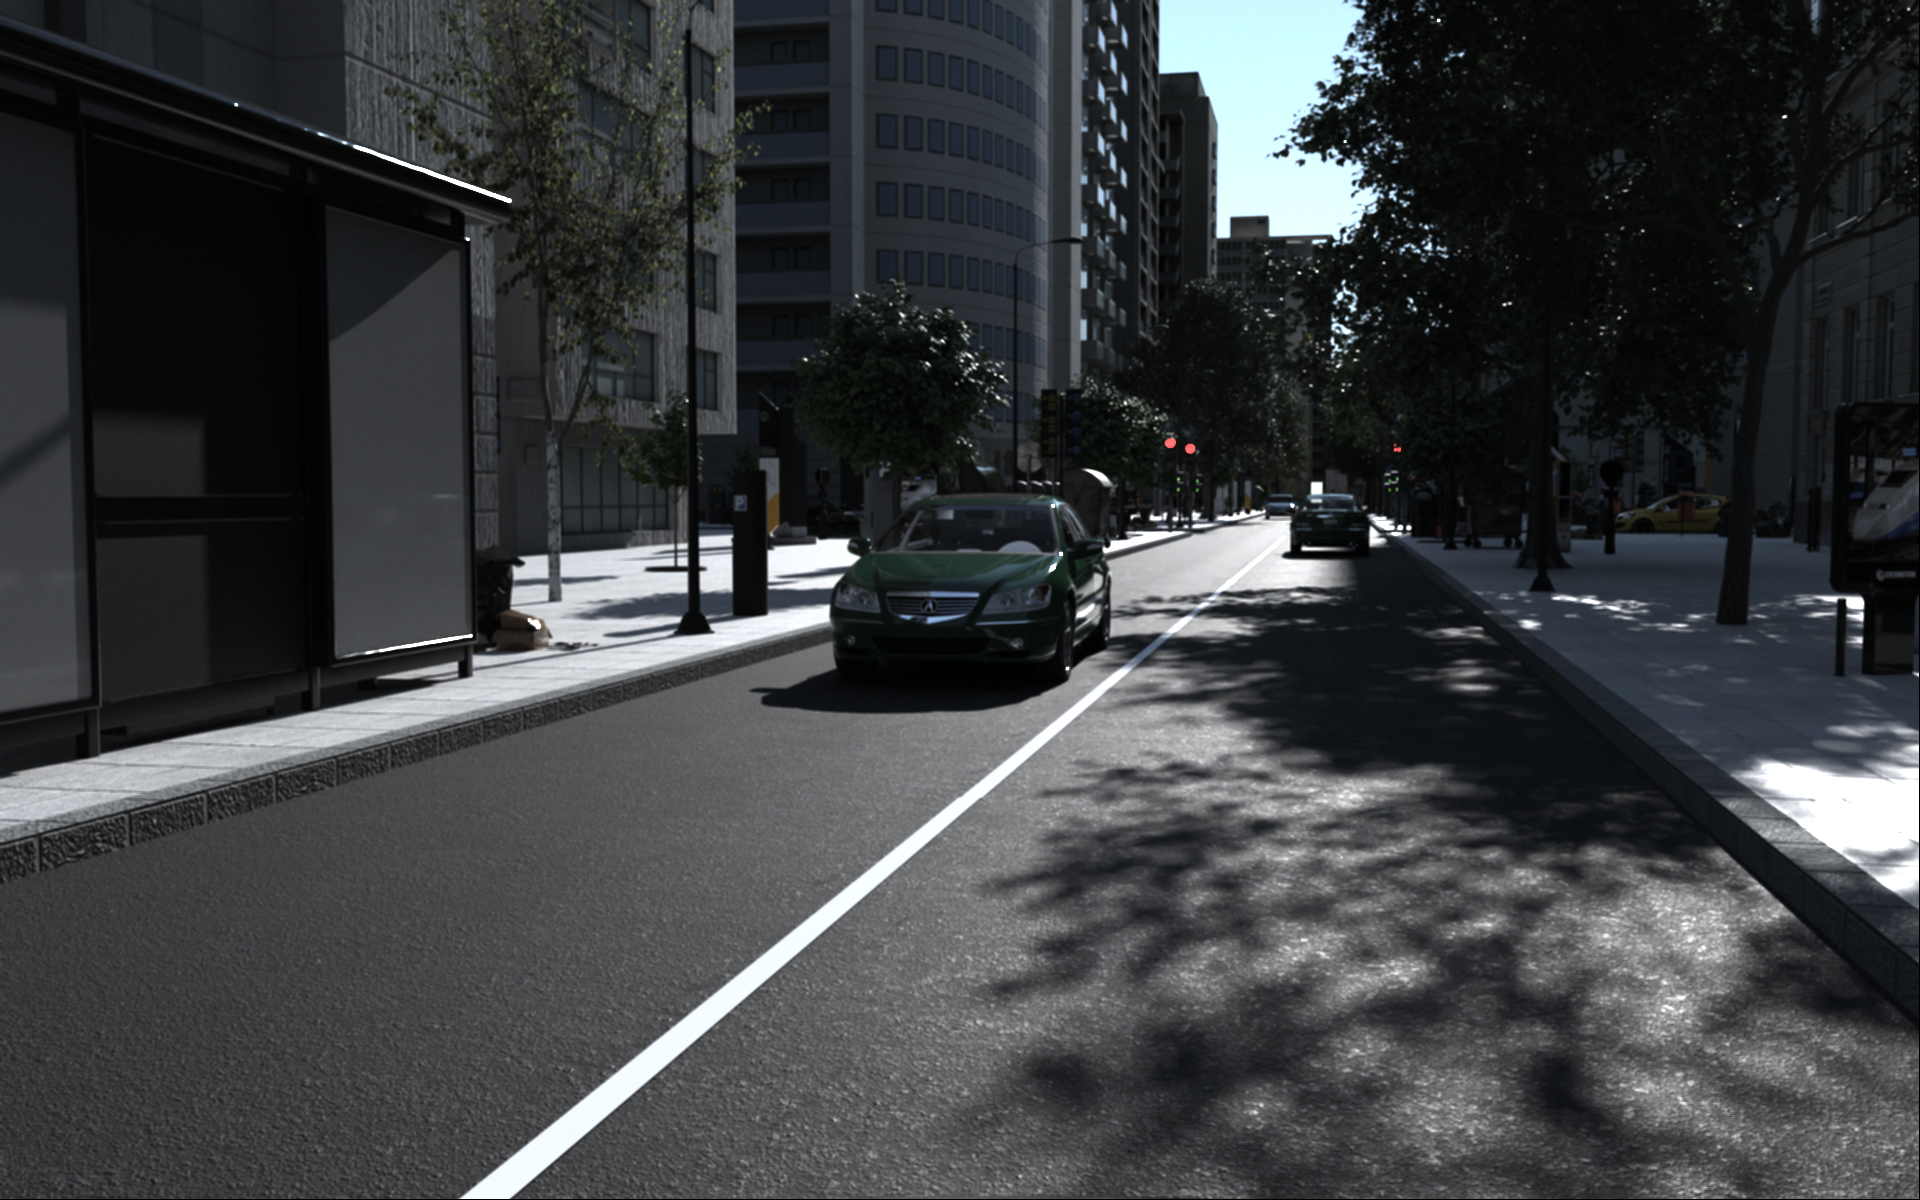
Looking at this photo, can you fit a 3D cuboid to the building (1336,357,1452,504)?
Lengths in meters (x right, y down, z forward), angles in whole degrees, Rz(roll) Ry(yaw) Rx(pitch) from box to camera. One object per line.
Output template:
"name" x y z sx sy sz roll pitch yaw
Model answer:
"building" 66.060 -24.016 237.694 28.899 21.520 27.650 1 4 12

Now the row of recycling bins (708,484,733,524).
"row of recycling bins" -9.059 -4.045 73.256 3.534 1.692 1.069 1 4 20

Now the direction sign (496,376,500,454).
"direction sign" -9.068 -2.510 33.034 0.379 3.537 0.876 2 4 26

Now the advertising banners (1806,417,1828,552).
"advertising banners" 19.377 -2.625 39.109 0.090 3.025 2.074 2 4 35

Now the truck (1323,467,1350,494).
"truck" 40.268 -12.010 185.284 2.839 4.237 11.283 1 4 12

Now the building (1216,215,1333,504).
"building" 40.661 -33.816 244.767 23.993 40.220 32.217 1 4 12

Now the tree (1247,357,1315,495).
"tree" 38.679 -21.987 215.375 12.611 20.169 13.585 0 3 0

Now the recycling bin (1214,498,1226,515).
"recycling bin" 16.422 -5.909 109.164 0.722 1.027 0.722 -2 4 -28

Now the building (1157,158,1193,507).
"building" 7.170 -29.575 175.434 32.217 40.220 23.993 1 4 12

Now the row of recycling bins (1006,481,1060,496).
"row of recycling bins" 2.548 -3.049 56.958 1.069 1.692 3.534 2 4 27

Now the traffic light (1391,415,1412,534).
"traffic light" 14.360 -4.096 55.895 0.839 4.253 0.868 1 4 12

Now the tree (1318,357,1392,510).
"tree" 33.949 -14.424 142.480 9.857 13.997 8.962 0 3 0

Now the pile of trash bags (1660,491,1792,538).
"pile of trash bags" 23.200 -2.586 52.040 1.912 1.369 3.447 -3 5 -43

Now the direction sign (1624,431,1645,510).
"direction sign" 24.183 -4.293 62.188 0.876 3.537 0.379 -1 4 -21

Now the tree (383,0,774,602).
"tree" -4.611 -4.287 20.453 4.360 8.622 3.978 0 3 0

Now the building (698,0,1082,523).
"building" -6.123 -33.462 89.099 21.231 58.520 28.212 1 4 12

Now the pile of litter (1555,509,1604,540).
"pile of litter" 17.765 -2.160 49.286 1.176 0.858 1.719 2 4 32

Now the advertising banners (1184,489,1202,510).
"advertising banners" 18.806 -8.708 138.557 2.074 3.025 0.090 -1 4 -21

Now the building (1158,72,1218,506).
"building" 18.063 -35.147 198.348 21.600 48.544 21.300 1 4 12

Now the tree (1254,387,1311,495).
"tree" 33.130 -16.171 182.519 7.486 12.596 7.792 0 3 0

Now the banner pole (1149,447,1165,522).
"banner pole" 9.208 -5.533 80.483 0.863 3.779 0.401 2 4 26

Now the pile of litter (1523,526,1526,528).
"pile of litter" 22.296 -3.187 66.078 1.719 0.858 1.176 2 4 30

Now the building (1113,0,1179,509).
"building" 8.922 -43.613 151.331 20.563 71.187 20.611 1 4 12

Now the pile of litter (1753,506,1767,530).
"pile of litter" 30.515 -3.132 65.174 1.176 0.858 1.719 1 4 13

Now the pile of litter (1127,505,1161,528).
"pile of litter" 6.964 -3.152 65.500 1.719 0.858 1.176 3 4 38

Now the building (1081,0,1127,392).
"building" 0.092 -30.983 126.174 23.786 49.044 30.456 1 4 12

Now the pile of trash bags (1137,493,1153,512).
"pile of trash bags" 12.528 -6.853 121.803 1.912 1.369 3.447 0 4 1

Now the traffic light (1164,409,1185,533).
"traffic light" 7.016 -4.193 57.469 0.839 4.253 0.868 1 4 12

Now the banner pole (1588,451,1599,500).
"banner pole" 36.924 -6.785 100.951 0.401 3.779 0.863 -2 4 -33

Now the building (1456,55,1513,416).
"building" 56.234 -30.549 154.102 22.147 44.769 28.867 1 4 12

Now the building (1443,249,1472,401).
"building" 63.081 -34.445 182.784 23.786 49.044 30.456 1 4 12

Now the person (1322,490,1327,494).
"person" 33.779 -9.277 160.039 0.709 1.838 0.599 3 5 40

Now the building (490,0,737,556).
"building" -13.566 -21.955 42.567 14.086 41.232 14.154 1 4 12

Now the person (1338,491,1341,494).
"person" 32.450 -8.473 147.772 1.217 1.736 0.721 -3 5 -44

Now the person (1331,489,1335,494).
"person" 22.660 -5.866 105.159 0.760 1.731 0.466 -2 4 -28

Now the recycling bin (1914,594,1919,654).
"recycling bin" 7.943 -0.095 14.112 0.722 1.027 0.722 -2 4 -29

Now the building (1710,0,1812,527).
"building" 44.982 -27.570 74.466 21.600 48.544 21.300 1 4 12

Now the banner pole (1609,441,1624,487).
"banner pole" 30.132 -5.488 79.750 0.863 3.779 0.401 3 5 43

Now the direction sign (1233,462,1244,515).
"direction sign" 16.838 -6.891 104.668 0.379 3.537 0.876 -3 4 -37

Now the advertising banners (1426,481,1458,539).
"advertising banners" 13.778 -3.276 49.746 0.090 3.025 2.074 3 5 44

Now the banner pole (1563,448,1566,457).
"banner pole" 32.538 -6.325 93.438 0.401 3.779 0.863 2 4 26

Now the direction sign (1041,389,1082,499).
"direction sign" 2.184 -2.775 37.365 0.876 3.537 0.379 1 4 10

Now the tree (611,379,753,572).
"tree" -4.743 -2.112 29.135 1.663 3.219 1.824 0 3 0

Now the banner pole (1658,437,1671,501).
"banner pole" 29.984 -5.125 73.808 0.863 3.779 0.401 -2 4 -26

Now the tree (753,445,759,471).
"tree" -7.308 -3.932 58.891 1.663 3.219 1.824 0 3 0

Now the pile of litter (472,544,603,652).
"pile of litter" -3.926 -0.027 14.400 1.719 0.858 1.176 1 4 10

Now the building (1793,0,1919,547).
"building" 24.800 -14.332 31.599 12.463 27.353 25.104 1 4 12

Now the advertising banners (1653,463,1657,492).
"advertising banners" 38.918 -6.156 96.832 0.090 3.025 2.074 2 4 32

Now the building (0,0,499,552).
"building" -20.349 -28.842 13.574 21.231 58.520 28.212 1 4 12

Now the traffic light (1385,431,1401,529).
"traffic light" 16.056 -4.574 63.698 0.839 4.253 0.868 1 4 12

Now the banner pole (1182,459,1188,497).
"banner pole" 14.265 -7.304 109.438 0.863 3.779 0.401 -1 4 -22

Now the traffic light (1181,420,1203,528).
"traffic light" 8.712 -4.670 65.272 0.839 4.253 0.868 1 4 12

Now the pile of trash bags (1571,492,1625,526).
"pile of trash bags" 25.985 -3.691 70.101 1.912 1.369 3.447 0 4 -1

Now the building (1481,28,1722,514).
"building" 50.883 -32.355 118.241 28.713 52.752 27.495 1 4 12
